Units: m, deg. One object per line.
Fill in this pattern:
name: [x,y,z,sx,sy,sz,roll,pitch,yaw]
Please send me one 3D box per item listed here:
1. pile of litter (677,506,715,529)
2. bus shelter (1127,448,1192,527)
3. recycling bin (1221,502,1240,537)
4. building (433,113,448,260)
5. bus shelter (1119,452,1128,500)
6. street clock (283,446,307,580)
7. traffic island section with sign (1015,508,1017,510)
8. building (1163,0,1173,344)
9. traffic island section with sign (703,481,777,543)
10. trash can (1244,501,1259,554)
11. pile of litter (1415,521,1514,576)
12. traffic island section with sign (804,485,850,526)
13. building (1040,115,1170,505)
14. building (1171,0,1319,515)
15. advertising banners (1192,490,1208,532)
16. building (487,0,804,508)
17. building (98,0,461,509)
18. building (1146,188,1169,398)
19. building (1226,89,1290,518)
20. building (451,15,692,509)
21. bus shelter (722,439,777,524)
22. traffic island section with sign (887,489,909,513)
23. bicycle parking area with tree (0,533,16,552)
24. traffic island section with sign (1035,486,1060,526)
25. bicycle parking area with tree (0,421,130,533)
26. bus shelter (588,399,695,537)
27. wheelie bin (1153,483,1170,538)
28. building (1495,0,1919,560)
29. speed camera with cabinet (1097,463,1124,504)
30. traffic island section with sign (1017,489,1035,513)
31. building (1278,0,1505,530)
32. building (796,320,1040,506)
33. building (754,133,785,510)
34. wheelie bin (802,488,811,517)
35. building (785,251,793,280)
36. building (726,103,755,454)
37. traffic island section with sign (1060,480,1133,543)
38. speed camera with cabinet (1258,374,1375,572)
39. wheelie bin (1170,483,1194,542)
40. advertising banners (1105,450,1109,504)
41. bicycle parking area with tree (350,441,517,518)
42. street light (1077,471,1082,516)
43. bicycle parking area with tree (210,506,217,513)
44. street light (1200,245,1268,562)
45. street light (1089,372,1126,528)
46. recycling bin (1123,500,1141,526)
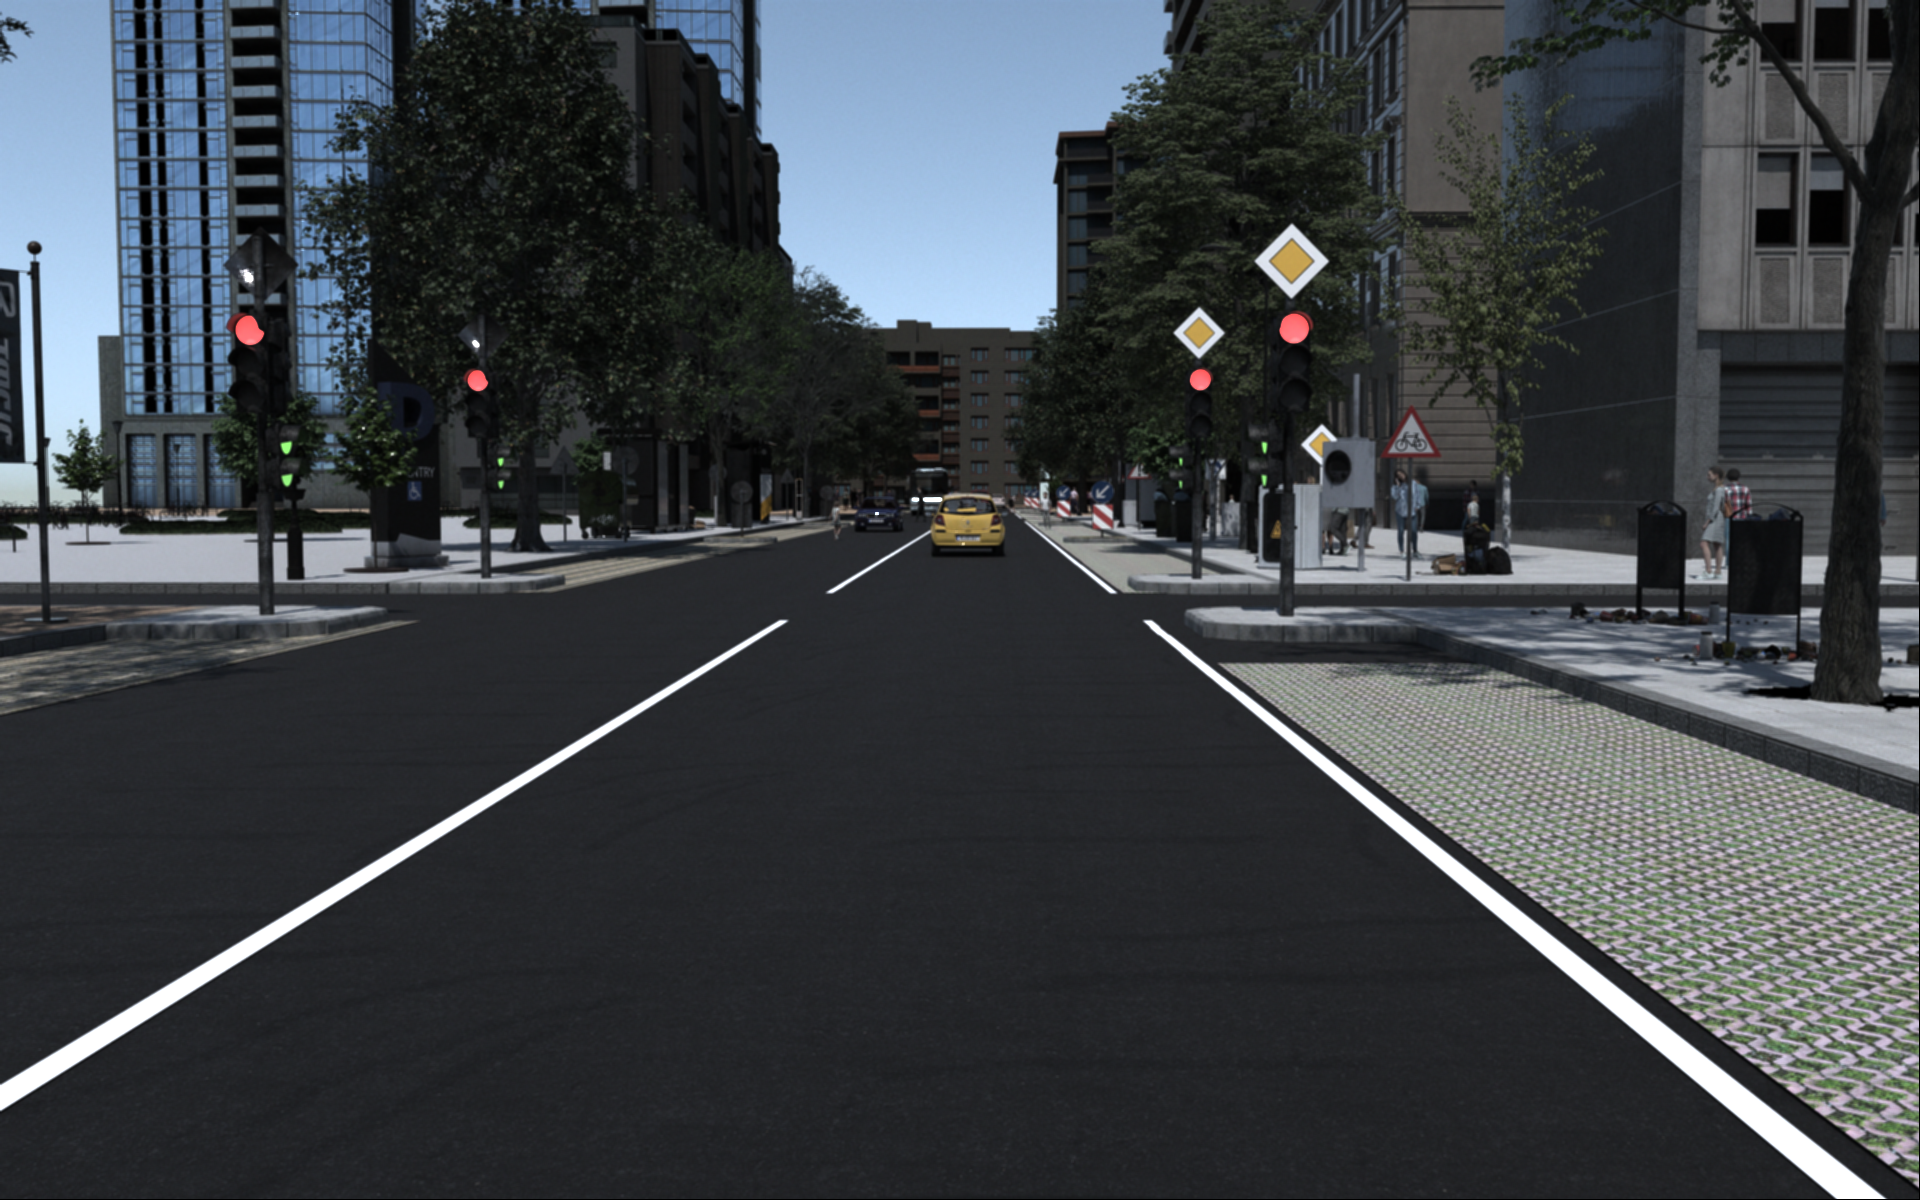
pile of litter: [-9.832,-3.033,63.548,1.719,0.858,1.176,0,4,-7]
bus shelter: [7.525,-4.284,63.960,2.014,3.302,5.546,0,4,1]
recycling bin: [8.228,-2.412,51.989,0.722,1.027,0.722,0,4,1]
building: [-63.349,-35.785,204.693,30.456,49.044,23.786,0,4,1]
bus shelter: [7.852,-4.821,72.740,2.014,3.302,5.546,0,4,1]
street clock: [-9.953,-1.304,25.898,0.358,2.002,0.471,0,4,1]
traffic island section with sign: [5.948,-9.007,155.890,1.989,1.847,2.006,0,4,1]
building: [28.138,-31.768,139.021,23.786,49.044,30.456,0,4,1]
traffic island section with sign: [-6.458,-2.607,51.255,1.989,1.847,2.006,0,4,1]
trash can: [6.498,-1.574,37.387,0.748,1.137,0.748,0,3,0]
pile of litter: [8.094,-0.843,27.743,1.719,0.858,1.176,0,4,-3]
traffic island section with sign: [-5.978,-4.256,78.206,1.989,1.847,2.006,0,4,1]
building: [23.950,-33.530,202.845,28.867,44.769,22.147,0,4,1]
building: [25.512,-29.898,112.529,21.300,48.544,21.600,0,4,1]
advertising banners: [8.090,-3.869,59.440,0.090,3.025,2.074,-1,4,-14]
building: [-30.508,-51.657,157.270,31.000,86.520,22.319,0,4,1]
building: [-62.023,-51.687,157.750,31.000,86.520,22.319,0,4,1]
building: [24.061,-23.866,161.905,14.160,30.474,14.107,0,4,1]
building: [21.617,-16.113,93.120,12.332,23.373,15.834,0,4,1]
building: [-22.969,-20.609,108.652,14.160,30.474,14.107,0,4,1]
bus shelter: [-9.430,-5.283,77.655,1.731,3.624,6.357,0,4,1]
traffic island section with sign: [-5.058,-7.362,129.004,1.989,1.847,2.006,0,4,1]
bicycle parking area with tree: [-25.437,-3.056,36.973,8.231,4.147,9.016,-3,5,-44]
traffic island section with sign: [4.559,-4.274,78.504,1.989,1.847,2.006,0,4,1]
bicycle parking area with tree: [-34.666,-4.842,66.171,8.231,4.147,9.016,-3,5,-43]
bus shelter: [-10.443,-4.814,56.344,2.179,5.291,8.768,0,4,1]
wheelie bin: [6.125,-2.653,51.278,0.693,1.594,0.980,3,5,42]
building: [23.995,-13.514,38.980,19.932,24.808,12.078,0,4,1]
speed camera with cabinet: [8.264,-6.170,95.211,0.660,3.252,2.038,-2,4,-25]
traffic island section with sign: [5.450,-7.339,128.627,1.989,1.847,2.006,0,4,1]
building: [21.447,-16.838,72.568,12.463,27.353,25.104,0,4,1]
building: [-5.259,-22.121,206.723,28.899,21.520,27.650,0,4,1]
building: [-21.994,-22.330,136.801,14.160,30.474,14.107,0,4,1]
wheelie bin: [-8.552,-5.310,94.730,0.693,1.594,0.980,0,4,2]
building: [-26.870,-26.237,200.675,14.107,30.474,14.160,0,4,1]
building: [-22.826,-21.470,122.733,14.160,30.474,14.107,0,4,1]
traffic island section with sign: [4.059,-2.604,51.201,1.989,1.847,2.006,0,4,1]
speed camera with cabinet: [5.951,-2.121,29.013,0.660,3.252,2.038,-3,5,-39]
wheelie bin: [6.037,-2.347,46.283,0.693,1.594,0.980,0,4,6]
advertising banners: [5.862,-4.465,69.196,0.090,3.025,2.074,0,4,8]
bicycle parking area with tree: [-27.317,-6.304,90.067,8.231,4.147,9.016,-1,4,-21]
street light: [6.457,-7.868,101.186,1.470,5.913,1.316,0,4,1]
bicycle parking area with tree: [-46.592,-6.752,97.396,8.231,4.147,9.016,-2,4,-33]
street light: [5.167,-3.661,32.399,1.470,5.913,1.316,0,4,1]
street light: [5.634,-5.731,66.239,1.470,5.913,1.316,0,4,1]
recycling bin: [6.862,-3.480,69.452,0.722,1.027,0.722,1,4,13]
